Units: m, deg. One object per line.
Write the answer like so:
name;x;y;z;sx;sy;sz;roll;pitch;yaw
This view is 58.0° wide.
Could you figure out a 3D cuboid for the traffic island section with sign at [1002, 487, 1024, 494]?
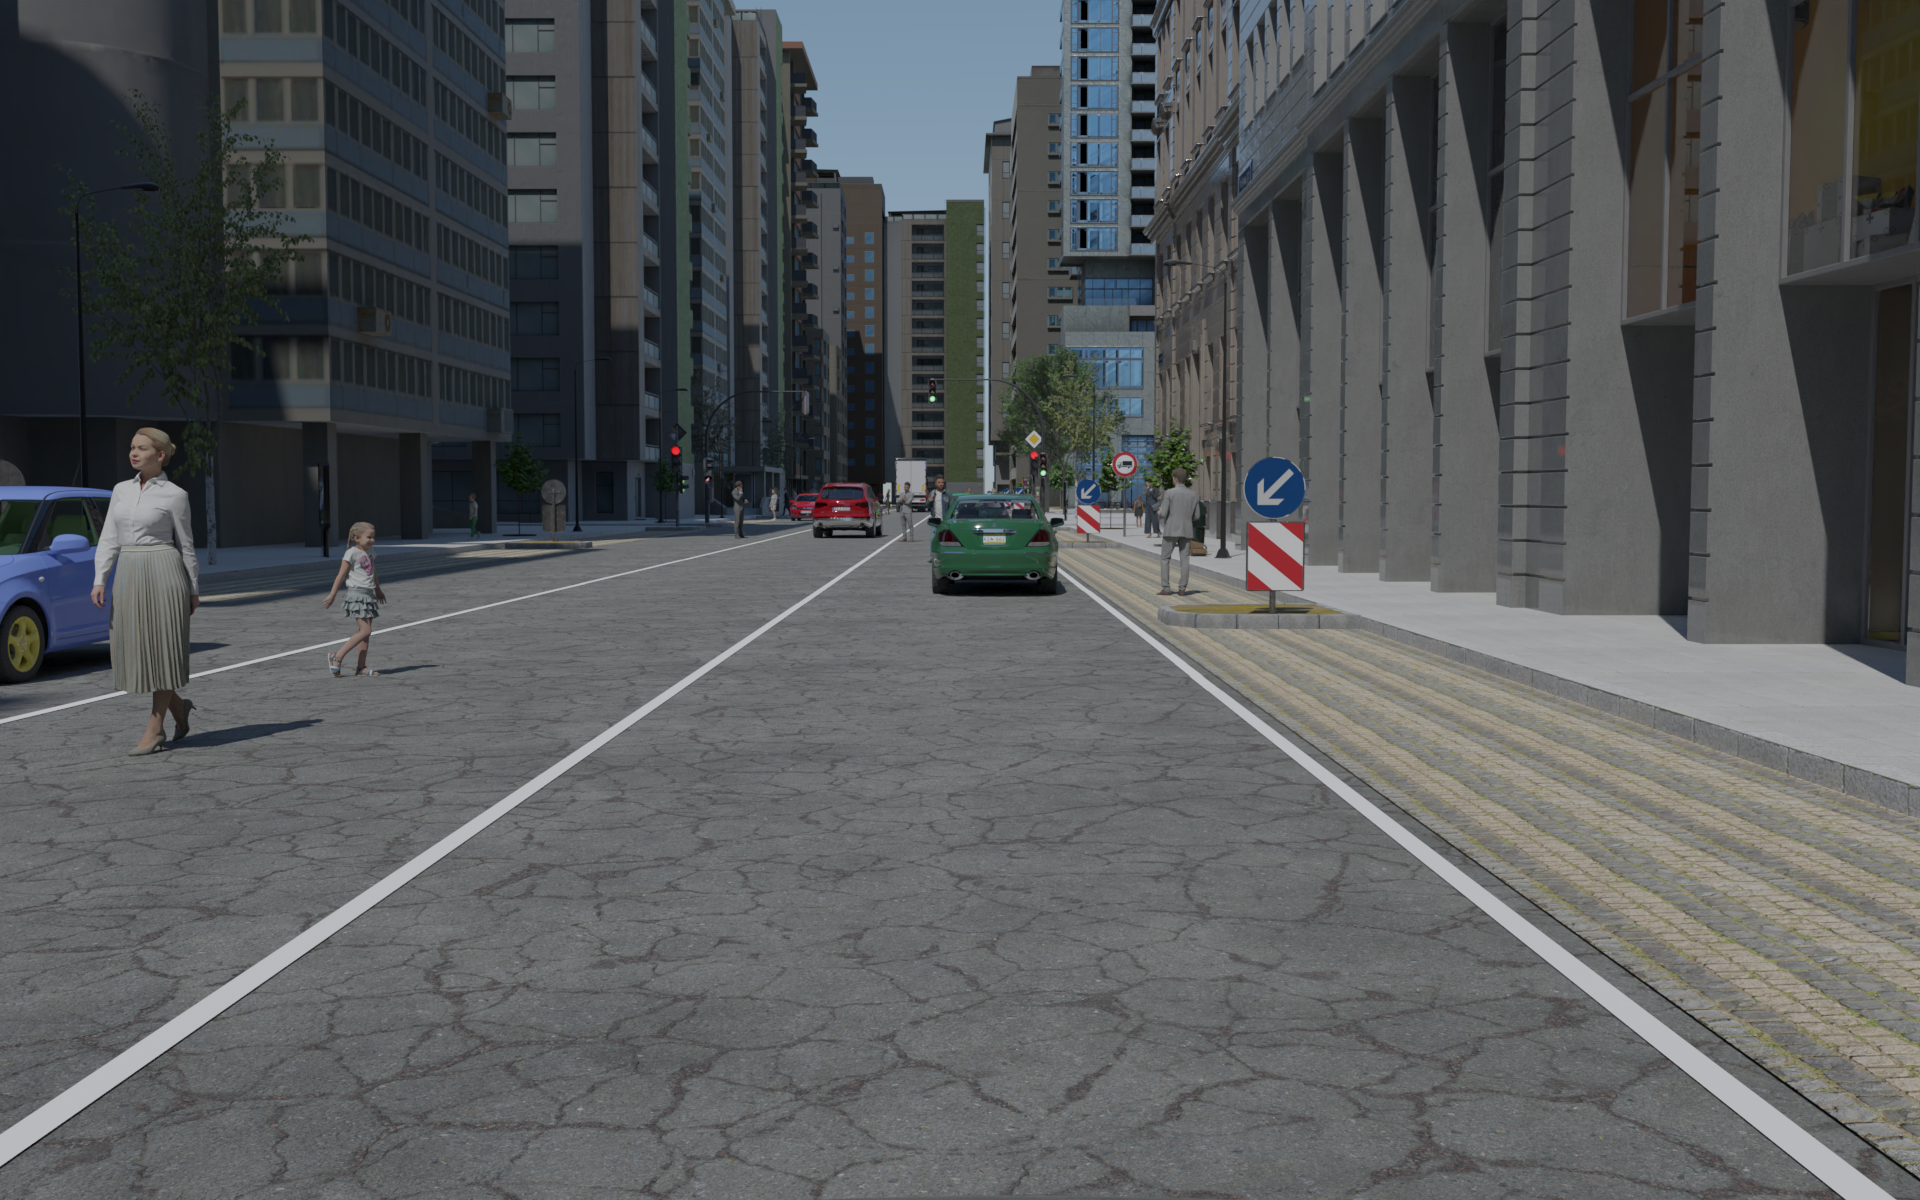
traffic island section with sign;3.309;-5.665;101.254;1.989;1.847;2.006;0;3;0

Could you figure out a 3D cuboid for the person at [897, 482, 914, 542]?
person;-1.640;-2.646;51.944;0.511;1.800;0.466;1;4;23

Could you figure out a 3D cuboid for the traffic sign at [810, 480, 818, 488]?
traffic sign;-12.779;-9.267;151.614;0.768;2.556;0.104;1;4;8

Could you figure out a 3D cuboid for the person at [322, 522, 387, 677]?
person;-4.750;-0.010;13.671;0.382;1.210;0.505;1;4;13

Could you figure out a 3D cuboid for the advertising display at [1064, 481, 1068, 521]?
advertising display;5.111;-4.790;83.531;0.123;1.923;0.974;1;4;10

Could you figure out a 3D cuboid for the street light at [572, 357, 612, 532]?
street light;-12.531;-5.286;58.975;1.470;5.913;1.316;0;3;0

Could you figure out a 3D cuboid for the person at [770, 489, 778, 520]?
person;-10.114;-5.179;94.185;0.522;1.701;0.512;-3;5;-43

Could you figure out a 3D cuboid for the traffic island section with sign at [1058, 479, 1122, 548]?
traffic island section with sign;3.260;-2.299;46.217;1.989;1.847;2.006;0;3;0

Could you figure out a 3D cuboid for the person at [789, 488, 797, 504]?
person;-10.840;-6.346;112.452;0.583;1.804;0.606;0;4;2

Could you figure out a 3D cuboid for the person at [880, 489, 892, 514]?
person;-5.306;-6.900;121.534;0.699;1.804;1.509;3;5;45

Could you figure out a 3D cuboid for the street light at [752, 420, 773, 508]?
street light;-12.493;-8.354;109.124;1.470;5.913;1.316;0;3;0

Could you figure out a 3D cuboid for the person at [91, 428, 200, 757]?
person;-4.508;-0.060;9.712;0.478;1.798;0.641;1;4;14

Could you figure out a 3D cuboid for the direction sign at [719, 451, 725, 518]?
direction sign;-12.707;-6.138;92.349;0.379;3.537;0.876;0;4;5

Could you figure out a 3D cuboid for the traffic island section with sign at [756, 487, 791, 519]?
traffic island section with sign;-10.822;-5.650;101.005;1.989;1.847;2.006;0;3;0

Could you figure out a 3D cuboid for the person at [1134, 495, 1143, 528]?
person;6.857;-3.409;66.451;0.362;1.253;0.373;1;4;14

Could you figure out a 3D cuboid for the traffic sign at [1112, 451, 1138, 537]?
traffic sign;4.936;-3.167;51.887;0.768;2.556;0.104;0;4;4

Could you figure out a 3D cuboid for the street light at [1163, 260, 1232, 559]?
street light;4.719;-3.788;34.467;1.470;5.913;1.316;0;3;0

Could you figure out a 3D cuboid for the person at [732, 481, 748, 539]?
person;-7.051;-2.906;55.816;0.447;1.846;0.655;1;4;20

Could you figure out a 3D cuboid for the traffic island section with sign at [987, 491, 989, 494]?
traffic island section with sign;3.368;-10.403;178.720;1.989;1.847;2.006;0;3;0

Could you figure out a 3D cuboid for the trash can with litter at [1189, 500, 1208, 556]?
trash can with litter;4.951;-1.505;35.992;0.624;1.170;1.055;0;4;-5

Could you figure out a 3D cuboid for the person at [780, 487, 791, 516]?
person;-10.998;-6.174;109.218;0.755;1.850;0.659;0;4;6

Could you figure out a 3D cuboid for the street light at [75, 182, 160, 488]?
street light;-12.633;-3.268;25.979;1.470;5.913;1.316;0;3;0

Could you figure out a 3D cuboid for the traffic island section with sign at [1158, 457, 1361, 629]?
traffic island section with sign;3.235;-0.645;19.171;1.989;1.847;2.006;0;3;0

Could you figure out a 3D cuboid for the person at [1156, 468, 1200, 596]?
person;3.028;-0.957;24.345;0.606;1.804;0.583;-2;4;-24

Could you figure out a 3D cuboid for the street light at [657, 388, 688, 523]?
street light;-12.634;-6.336;76.128;1.470;5.913;1.316;0;3;0

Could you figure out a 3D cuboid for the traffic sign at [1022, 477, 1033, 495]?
traffic sign;5.006;-7.857;128.570;0.768;2.556;0.104;0;4;4

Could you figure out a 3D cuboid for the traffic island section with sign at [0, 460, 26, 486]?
traffic island section with sign;-10.882;-0.637;19.039;1.989;1.847;2.006;0;3;0

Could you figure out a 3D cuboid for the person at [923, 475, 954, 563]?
person;-0.355;-1.618;34.935;0.794;1.824;0.713;3;5;40

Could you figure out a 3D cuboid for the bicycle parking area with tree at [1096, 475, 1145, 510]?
bicycle parking area with tree;15.589;-9.728;146.053;9.016;4.147;8.231;0;4;-3

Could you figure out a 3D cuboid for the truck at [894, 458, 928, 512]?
truck;-3.932;-9.195;139.253;2.839;4.237;11.283;0;4;-2

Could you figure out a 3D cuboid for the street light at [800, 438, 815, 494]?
street light;-12.617;-10.419;142.898;1.470;5.913;1.316;0;3;0

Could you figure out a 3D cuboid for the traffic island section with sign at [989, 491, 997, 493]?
traffic island section with sign;3.325;-7.314;128.209;1.989;1.847;2.006;0;3;0

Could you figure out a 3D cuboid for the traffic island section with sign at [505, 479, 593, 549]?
traffic island section with sign;-10.860;-2.286;46.012;1.989;1.847;2.006;0;3;0

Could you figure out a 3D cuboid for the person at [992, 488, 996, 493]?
person;2.063;-6.044;107.494;0.728;1.800;0.709;3;5;41

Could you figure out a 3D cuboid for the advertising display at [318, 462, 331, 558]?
advertising display;-12.975;-1.843;35.353;0.123;1.923;0.974;-2;4;-26

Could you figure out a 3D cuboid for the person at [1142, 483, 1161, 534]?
person;6.192;-3.053;55.764;0.655;1.846;0.447;0;4;1

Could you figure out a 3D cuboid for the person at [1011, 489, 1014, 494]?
person;5.404;-10.506;177.786;1.348;1.831;0.705;3;5;43

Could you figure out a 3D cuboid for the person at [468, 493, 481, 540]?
person;-13.710;-2.359;48.858;0.306;1.304;0.590;1;4;22

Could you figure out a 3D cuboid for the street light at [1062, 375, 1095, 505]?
street light;4.673;-5.806;67.463;1.470;5.913;1.316;0;3;0

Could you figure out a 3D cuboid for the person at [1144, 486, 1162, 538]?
person;5.633;-2.711;50.796;0.576;1.772;0.534;2;4;35

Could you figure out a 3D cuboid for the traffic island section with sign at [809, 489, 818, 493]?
traffic island section with sign;-10.791;-7.299;127.960;1.989;1.847;2.006;0;3;0

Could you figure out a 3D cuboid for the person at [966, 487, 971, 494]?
person;0.469;-5.888;104.684;0.836;1.842;0.656;0;4;3
